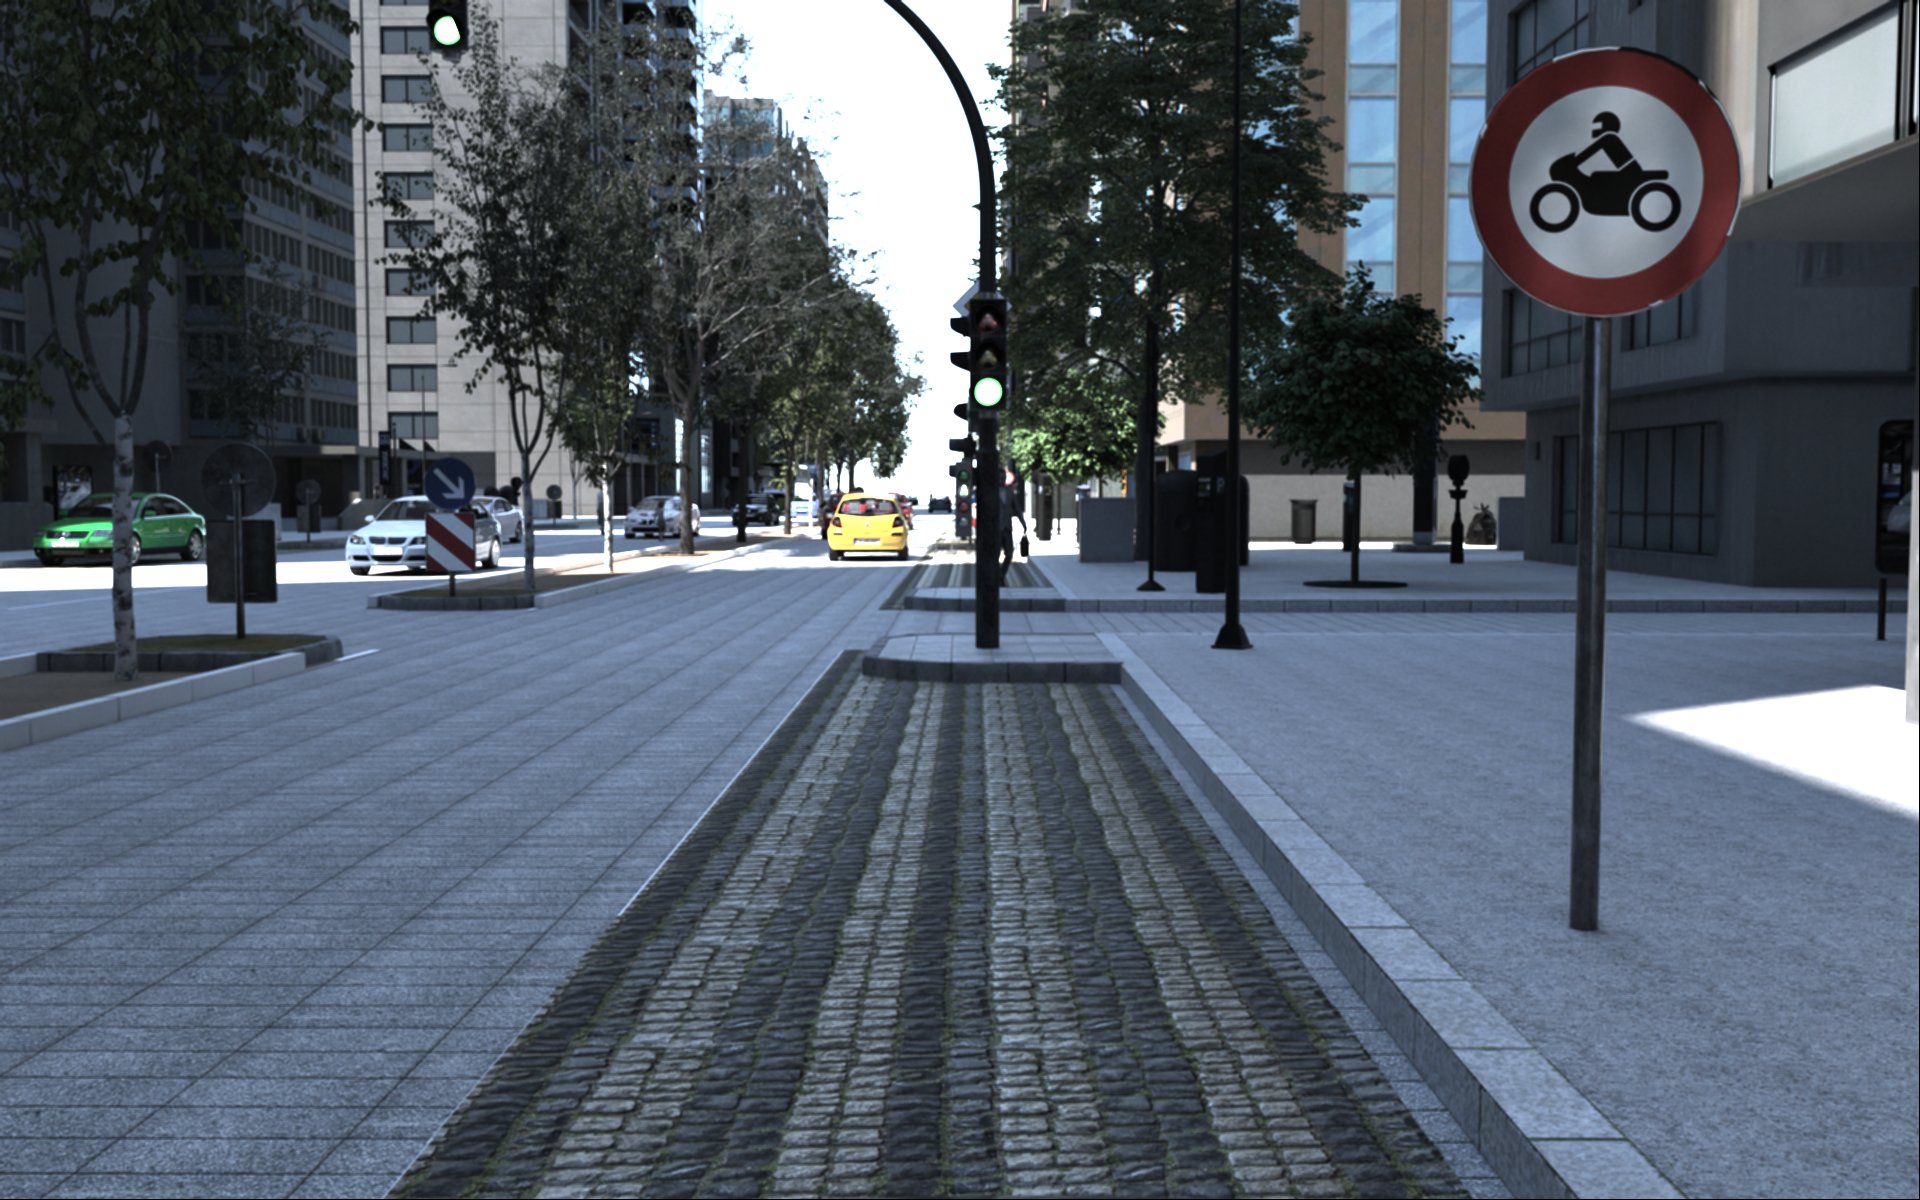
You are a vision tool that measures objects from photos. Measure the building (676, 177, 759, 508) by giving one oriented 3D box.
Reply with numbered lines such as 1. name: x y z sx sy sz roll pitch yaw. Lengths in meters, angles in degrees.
1. building: -26.552 -23.568 157.039 14.160 30.474 14.107 0 4 0

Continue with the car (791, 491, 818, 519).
1. car: -9.067 -5.596 101.084 1.945 1.707 3.694 0 3 0

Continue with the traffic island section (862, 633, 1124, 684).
1. traffic island section: 0.244 0.476 14.506 2.009 0.180 2.903 0 4 0

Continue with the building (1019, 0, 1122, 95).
1. building: 15.120 -28.115 114.299 22.147 44.769 28.867 0 4 0

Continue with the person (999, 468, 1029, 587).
1. person: 0.634 -1.043 25.682 0.709 1.813 0.853 -2 4 -26

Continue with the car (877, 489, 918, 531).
1. car: -2.792 -3.692 69.396 2.155 1.783 4.494 0 4 0

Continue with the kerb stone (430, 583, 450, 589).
1. kerb stone: -7.370 -0.130 24.334 0.120 0.150 1.000 0 4 0

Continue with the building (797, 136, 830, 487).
1. building: -29.433 -37.566 237.897 21.300 48.544 21.600 0 4 0

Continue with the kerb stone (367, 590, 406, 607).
1. kerb stone: -7.390 -0.005 22.280 0.120 0.150 1.000 0 4 0

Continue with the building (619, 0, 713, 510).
1. building: -30.779 -50.164 132.851 22.319 86.520 31.000 0 4 0

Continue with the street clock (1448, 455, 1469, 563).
1. street clock: 9.217 -1.682 32.066 0.358 2.002 0.471 3 4 39

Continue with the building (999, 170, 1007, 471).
1. building: 16.429 -38.040 245.661 21.300 48.544 21.600 0 4 0

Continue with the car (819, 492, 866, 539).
1. car: -3.532 -2.893 56.338 2.155 1.783 4.494 0 4 -1

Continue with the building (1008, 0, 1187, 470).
1. building: 11.215 -30.601 150.443 14.600 45.320 14.200 0 4 0

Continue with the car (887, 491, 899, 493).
1. car: -8.537 -13.006 221.326 2.281 1.827 5.304 0 4 -1

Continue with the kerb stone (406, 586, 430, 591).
1. kerb stone: -7.381 -0.065 23.311 0.120 0.150 1.000 0 4 0

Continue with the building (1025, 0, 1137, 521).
1. building: 14.723 -46.939 80.118 22.319 86.520 31.000 0 4 0

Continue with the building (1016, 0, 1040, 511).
1. building: 11.403 -27.667 135.945 14.154 41.232 14.086 0 4 0

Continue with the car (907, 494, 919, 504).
1. car: -6.876 -14.873 252.965 2.009 1.686 4.222 0 4 1

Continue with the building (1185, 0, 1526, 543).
1. building: 12.789 -24.510 50.848 14.600 45.320 14.200 0 4 0

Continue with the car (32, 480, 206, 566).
1. car: -17.173 -1.635 35.536 1.959 1.807 4.718 0 4 0

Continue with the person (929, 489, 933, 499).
1. person: -2.462 -8.349 144.947 0.705 1.831 1.348 0 4 -5

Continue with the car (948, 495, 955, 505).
1. car: -1.107 -11.196 195.411 2.083 1.381 4.827 0 4 -1

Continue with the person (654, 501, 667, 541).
1. person: -9.168 -2.398 52.729 0.505 1.210 0.382 2 4 35

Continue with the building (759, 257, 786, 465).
1. building: -26.692 -25.537 189.232 14.160 30.474 14.107 0 4 0

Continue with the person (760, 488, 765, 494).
1. person: -12.464 -6.146 108.972 0.705 1.826 1.348 2 4 30

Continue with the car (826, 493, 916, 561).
1. car: -1.986 -1.718 38.313 2.015 1.641 3.980 0 4 -1

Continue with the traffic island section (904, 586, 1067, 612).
1. traffic island section: 0.311 -0.013 22.491 2.009 0.180 2.903 0 4 0

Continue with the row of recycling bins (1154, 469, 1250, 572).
1. row of recycling bins: 4.178 -1.406 30.097 1.069 1.692 3.534 2 4 26

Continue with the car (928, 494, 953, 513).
1. car: -1.515 -7.412 133.194 2.014 1.417 4.499 0 4 1

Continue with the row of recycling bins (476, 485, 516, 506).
1. row of recycling bins: -22.828 -4.621 82.667 3.534 1.692 1.069 -3 5 -44

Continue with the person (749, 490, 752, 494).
1. person: -16.460 -7.755 135.971 1.217 1.739 0.721 -1 4 -13

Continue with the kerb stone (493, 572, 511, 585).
1. kerb stone: -7.342 -0.318 27.400 0.120 0.150 1.000 0 4 0

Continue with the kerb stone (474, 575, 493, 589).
1. kerb stone: -7.347 -0.256 26.378 0.120 0.150 1.000 0 4 0

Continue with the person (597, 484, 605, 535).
1. person: -12.534 -3.188 60.848 0.478 1.798 0.641 1 4 14

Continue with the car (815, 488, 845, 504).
1. car: -8.322 -6.335 112.256 2.281 1.827 5.304 0 3 0

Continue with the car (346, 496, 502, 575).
1. car: -9.822 -1.227 32.069 2.014 1.417 4.499 0 4 2

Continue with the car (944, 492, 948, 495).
1. car: -1.768 -14.851 252.407 1.945 1.707 3.694 0 4 2

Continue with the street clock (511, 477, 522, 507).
1. street clock: -18.792 -4.212 73.428 0.358 2.002 0.471 1 4 21

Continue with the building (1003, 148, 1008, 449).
1. building: 16.335 -33.737 206.228 22.147 44.769 28.867 0 4 0

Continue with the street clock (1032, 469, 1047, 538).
1. street clock: 2.325 -2.801 50.370 0.358 2.002 0.471 3 5 40

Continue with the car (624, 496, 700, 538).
1. car: -9.850 -2.762 57.522 2.083 1.381 4.827 0 4 2

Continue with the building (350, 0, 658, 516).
1. building: -30.092 -40.922 107.331 20.563 71.187 20.611 0 4 0

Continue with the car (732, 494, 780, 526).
1. car: -9.269 -4.214 78.688 2.009 1.686 4.222 0 4 2

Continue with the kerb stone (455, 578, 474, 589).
1. kerb stone: -7.358 -0.193 25.356 0.120 0.150 1.000 0 4 0

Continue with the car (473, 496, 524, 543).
1. car: -13.886 -2.275 49.565 2.083 1.381 4.827 0 4 2

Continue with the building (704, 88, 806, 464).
1. building: -30.609 -36.210 211.639 23.786 49.044 30.456 0 4 0

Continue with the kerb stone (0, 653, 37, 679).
1. kerb stone: -7.457 0.530 13.523 0.120 0.150 1.000 0 4 0
